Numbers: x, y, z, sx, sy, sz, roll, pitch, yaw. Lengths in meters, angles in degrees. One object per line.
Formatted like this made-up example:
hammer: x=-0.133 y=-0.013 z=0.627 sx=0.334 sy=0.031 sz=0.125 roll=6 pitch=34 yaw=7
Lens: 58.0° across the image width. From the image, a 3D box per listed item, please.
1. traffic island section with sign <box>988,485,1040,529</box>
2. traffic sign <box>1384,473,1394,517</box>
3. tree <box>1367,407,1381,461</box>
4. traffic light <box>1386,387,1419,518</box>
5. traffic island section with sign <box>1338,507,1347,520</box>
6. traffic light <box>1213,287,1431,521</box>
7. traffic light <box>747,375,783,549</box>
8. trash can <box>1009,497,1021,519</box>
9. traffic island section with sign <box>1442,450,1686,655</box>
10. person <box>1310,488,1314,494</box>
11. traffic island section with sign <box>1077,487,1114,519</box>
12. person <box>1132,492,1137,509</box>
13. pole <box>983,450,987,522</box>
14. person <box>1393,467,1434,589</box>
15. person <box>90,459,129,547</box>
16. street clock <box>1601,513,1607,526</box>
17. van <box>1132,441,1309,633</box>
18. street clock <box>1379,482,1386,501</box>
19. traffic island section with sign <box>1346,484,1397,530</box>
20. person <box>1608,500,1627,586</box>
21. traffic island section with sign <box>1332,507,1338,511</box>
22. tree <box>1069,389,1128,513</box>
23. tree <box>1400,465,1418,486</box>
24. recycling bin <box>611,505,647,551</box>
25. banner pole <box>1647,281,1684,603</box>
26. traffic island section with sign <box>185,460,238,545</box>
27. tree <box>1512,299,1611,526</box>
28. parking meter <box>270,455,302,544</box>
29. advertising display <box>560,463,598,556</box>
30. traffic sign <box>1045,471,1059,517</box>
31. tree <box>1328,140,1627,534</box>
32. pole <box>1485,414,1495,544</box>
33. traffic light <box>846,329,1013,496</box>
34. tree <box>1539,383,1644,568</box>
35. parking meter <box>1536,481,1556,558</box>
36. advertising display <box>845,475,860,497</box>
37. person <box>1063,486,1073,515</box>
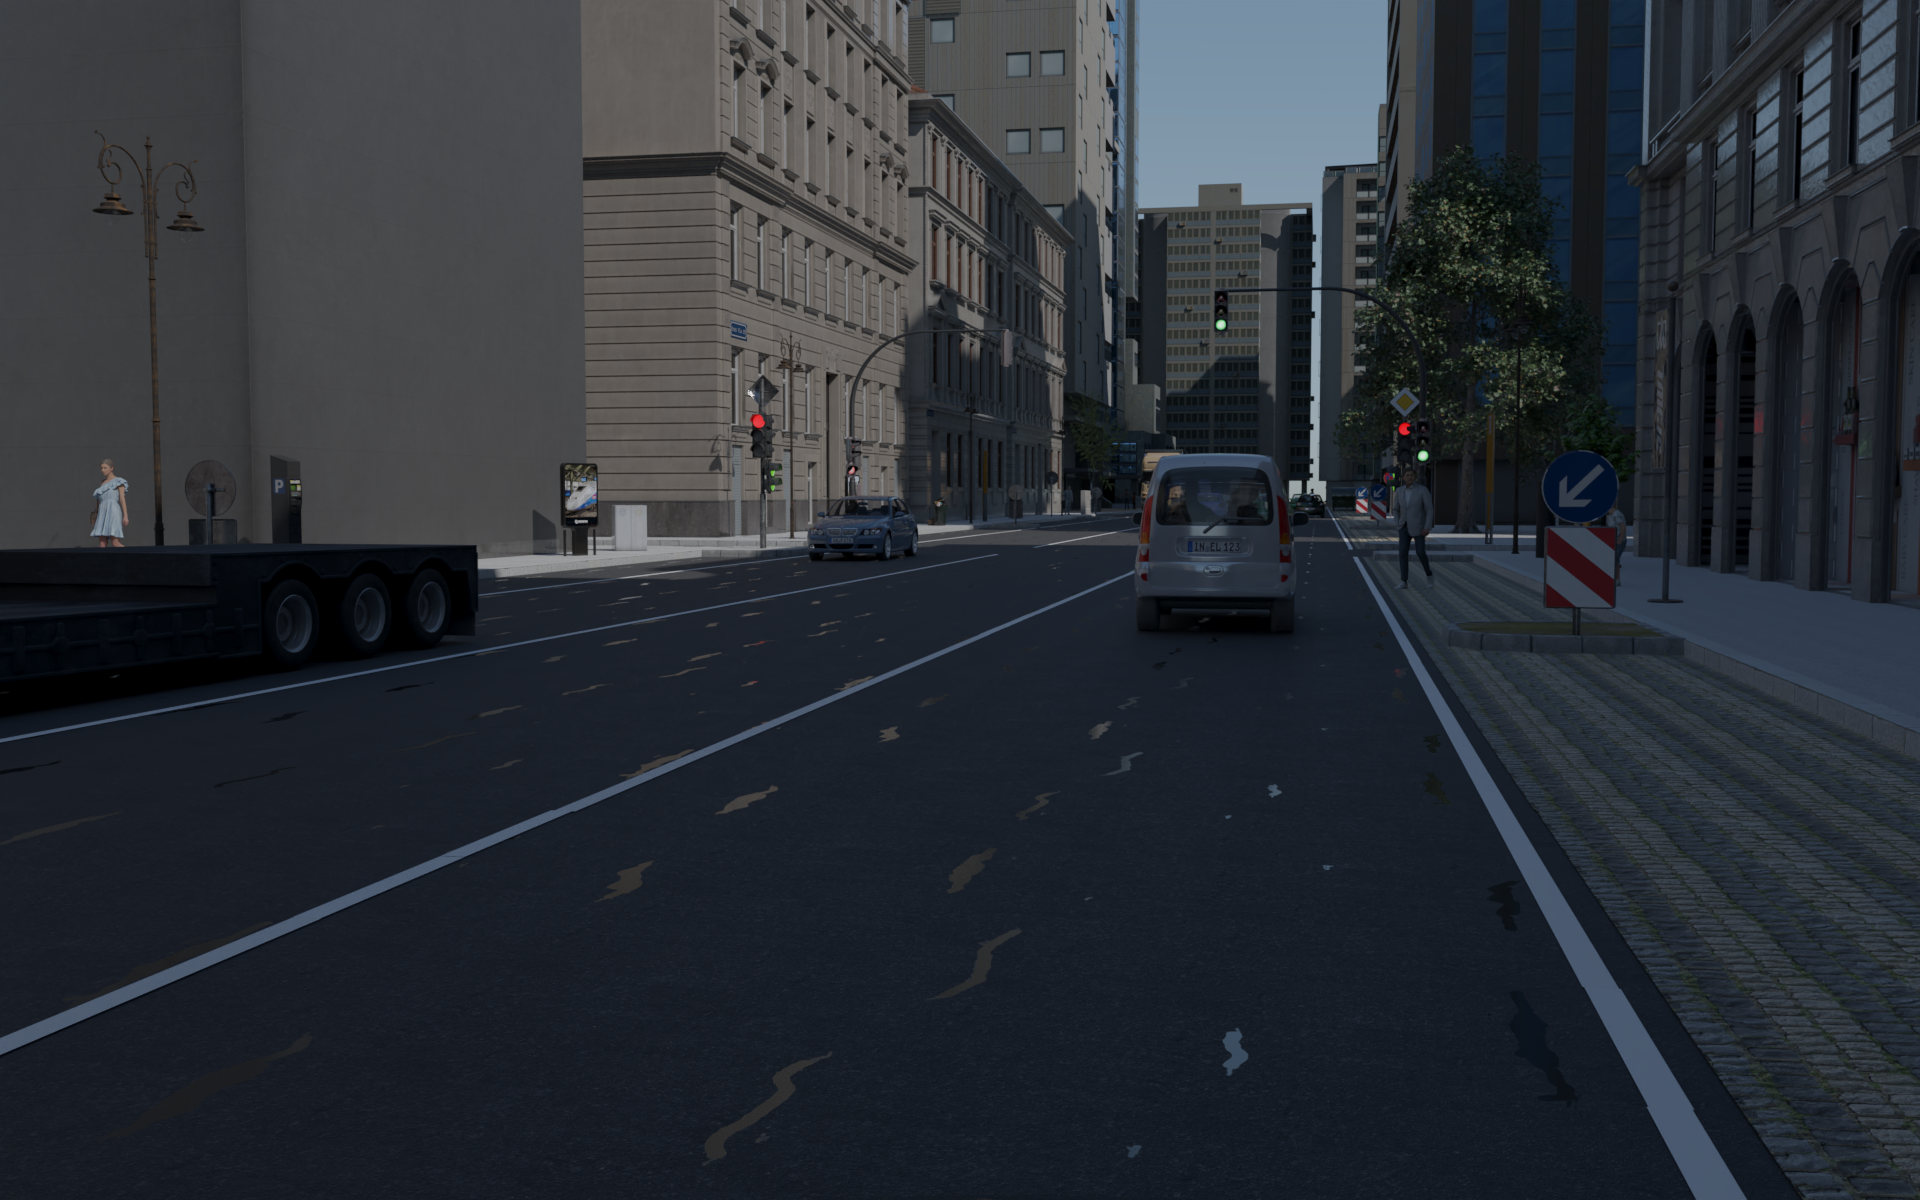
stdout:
traffic island section with sign: x=2.327 y=-3.930 z=72.891 sx=1.989 sy=1.847 sz=2.006 roll=1 pitch=4 yaw=12
traffic sign: x=23.857 y=-5.860 z=95.917 sx=0.768 sy=2.556 sz=0.104 roll=1 pitch=4 yaw=13
tree: x=31.062 y=-10.623 z=124.042 sx=4.360 sy=8.622 sz=3.978 roll=0 pitch=3 yaw=0
traffic light: x=11.650 y=-3.463 z=45.533 sx=0.839 sy=4.253 sz=0.868 roll=1 pitch=4 yaw=12
traffic island section with sign: x=22.292 y=-5.383 z=96.633 sx=1.989 sy=1.847 sz=2.006 roll=1 pitch=4 yaw=12
traffic light: x=7.962 y=-3.873 z=37.998 sx=4.771 sy=5.953 sz=1.251 roll=1 pitch=4 yaw=12
traffic light: x=-4.626 y=-3.169 z=40.727 sx=0.839 sy=4.253 sz=0.868 roll=1 pitch=4 yaw=12
trash can: x=2.884 y=-4.801 z=90.153 sx=0.748 sy=1.137 sz=0.748 roll=0 pitch=3 yaw=0
traffic island section with sign: x=5.640 y=-0.475 z=16.401 sx=1.989 sy=1.847 sz=2.006 roll=1 pitch=4 yaw=12
person: x=26.781 y=-7.551 z=131.587 sx=0.705 sy=1.869 sz=1.348 roll=-3 pitch=4 yaw=-36
traffic island section with sign: x=7.800 y=-5.545 z=99.287 sx=1.989 sy=1.847 sz=2.006 roll=1 pitch=4 yaw=12
person: x=14.663 y=-8.335 z=145.578 sx=0.557 sy=1.426 sz=1.065 roll=-1 pitch=4 yaw=-20
pole: x=1.170 y=-5.329 z=80.971 sx=0.158 sy=3.312 sz=0.155 roll=0 pitch=3 yaw=0
person: x=6.842 y=-1.087 z=26.120 sx=0.661 sy=1.843 sz=0.795 roll=3 pitch=5 yaw=41
person: x=-12.957 y=-1.241 z=26.426 sx=0.616 sy=1.811 sz=0.778 roll=2 pitch=4 yaw=29
street clock: x=25.427 y=-3.896 z=68.274 sx=0.471 sy=2.002 sz=0.358 roll=-3 pitch=4 yaw=-37
van: x=2.896 y=-0.757 z=19.385 sx=2.013 sy=2.044 sz=4.112 roll=1 pitch=4 yaw=10
street clock: x=25.920 y=-6.228 z=106.398 sx=0.471 sy=2.002 sz=0.358 roll=0 pitch=4 yaw=7
traffic island section with sign: x=16.709 y=-3.737 z=69.723 sx=1.989 sy=1.847 sz=2.006 roll=1 pitch=4 yaw=12
person: x=9.105 y=-0.817 z=24.084 sx=0.352 sy=1.250 sz=0.332 roll=3 pitch=4 yaw=36
traffic island section with sign: x=32.377 y=-8.358 z=145.277 sx=1.989 sy=1.847 sz=2.006 roll=1 pitch=4 yaw=12
tree: x=9.220 y=-10.334 z=119.317 sx=4.737 sy=8.622 sz=4.395 roll=0 pitch=3 yaw=0
tree: x=23.193 y=-5.732 z=88.314 sx=1.663 sy=3.219 sz=1.824 roll=0 pitch=3 yaw=0
recycling bin: x=-7.494 y=-1.632 z=39.239 sx=0.722 sy=1.027 sz=0.722 roll=-1 pitch=4 yaw=-17
banner pole: x=8.383 y=-1.874 z=20.650 sx=0.401 sy=3.779 sz=0.863 roll=0 pitch=4 yaw=5
traffic island section with sign: x=-8.765 y=-0.660 z=19.416 sx=1.989 sy=1.847 sz=2.006 roll=1 pitch=4 yaw=12
tree: x=22.692 y=-7.061 z=65.807 sx=4.360 sy=8.622 sz=3.978 roll=0 pitch=3 yaw=0
parking meter: x=-9.992 y=-1.224 z=25.716 sx=0.399 sy=1.863 sz=0.255 roll=2 pitch=4 yaw=24
advertising display: x=-7.903 y=-1.881 z=35.975 sx=0.123 sy=1.923 sz=0.974 roll=2 pitch=4 yaw=33
traffic sign: x=5.078 y=-5.864 z=95.975 sx=0.768 sy=2.556 sz=0.104 roll=1 pitch=4 yaw=19
tree: x=16.678 y=-8.520 z=56.305 sx=9.611 sy=12.733 sz=9.660 roll=0 pitch=3 yaw=0
pole: x=13.515 y=-3.077 z=44.159 sx=0.158 sy=3.312 sz=0.155 roll=0 pitch=3 yaw=0
traffic light: x=-0.937 y=-4.495 z=48.156 sx=4.771 sy=5.953 sz=1.251 roll=1 pitch=4 yaw=12
tree: x=10.920 y=-2.182 z=30.271 sx=1.663 sy=3.219 sz=1.824 roll=0 pitch=3 yaw=0
parking meter: x=11.791 y=-1.617 z=34.847 sx=0.372 sy=1.533 sz=0.369 roll=0 pitch=3 yaw=0
advertising display: x=-3.623 y=-3.246 z=58.279 sx=0.123 sy=1.923 sz=0.974 roll=1 pitch=4 yaw=21
person: x=6.705 y=-6.200 z=107.506 sx=0.635 sy=1.810 sz=0.391 roll=-2 pitch=4 yaw=-28
